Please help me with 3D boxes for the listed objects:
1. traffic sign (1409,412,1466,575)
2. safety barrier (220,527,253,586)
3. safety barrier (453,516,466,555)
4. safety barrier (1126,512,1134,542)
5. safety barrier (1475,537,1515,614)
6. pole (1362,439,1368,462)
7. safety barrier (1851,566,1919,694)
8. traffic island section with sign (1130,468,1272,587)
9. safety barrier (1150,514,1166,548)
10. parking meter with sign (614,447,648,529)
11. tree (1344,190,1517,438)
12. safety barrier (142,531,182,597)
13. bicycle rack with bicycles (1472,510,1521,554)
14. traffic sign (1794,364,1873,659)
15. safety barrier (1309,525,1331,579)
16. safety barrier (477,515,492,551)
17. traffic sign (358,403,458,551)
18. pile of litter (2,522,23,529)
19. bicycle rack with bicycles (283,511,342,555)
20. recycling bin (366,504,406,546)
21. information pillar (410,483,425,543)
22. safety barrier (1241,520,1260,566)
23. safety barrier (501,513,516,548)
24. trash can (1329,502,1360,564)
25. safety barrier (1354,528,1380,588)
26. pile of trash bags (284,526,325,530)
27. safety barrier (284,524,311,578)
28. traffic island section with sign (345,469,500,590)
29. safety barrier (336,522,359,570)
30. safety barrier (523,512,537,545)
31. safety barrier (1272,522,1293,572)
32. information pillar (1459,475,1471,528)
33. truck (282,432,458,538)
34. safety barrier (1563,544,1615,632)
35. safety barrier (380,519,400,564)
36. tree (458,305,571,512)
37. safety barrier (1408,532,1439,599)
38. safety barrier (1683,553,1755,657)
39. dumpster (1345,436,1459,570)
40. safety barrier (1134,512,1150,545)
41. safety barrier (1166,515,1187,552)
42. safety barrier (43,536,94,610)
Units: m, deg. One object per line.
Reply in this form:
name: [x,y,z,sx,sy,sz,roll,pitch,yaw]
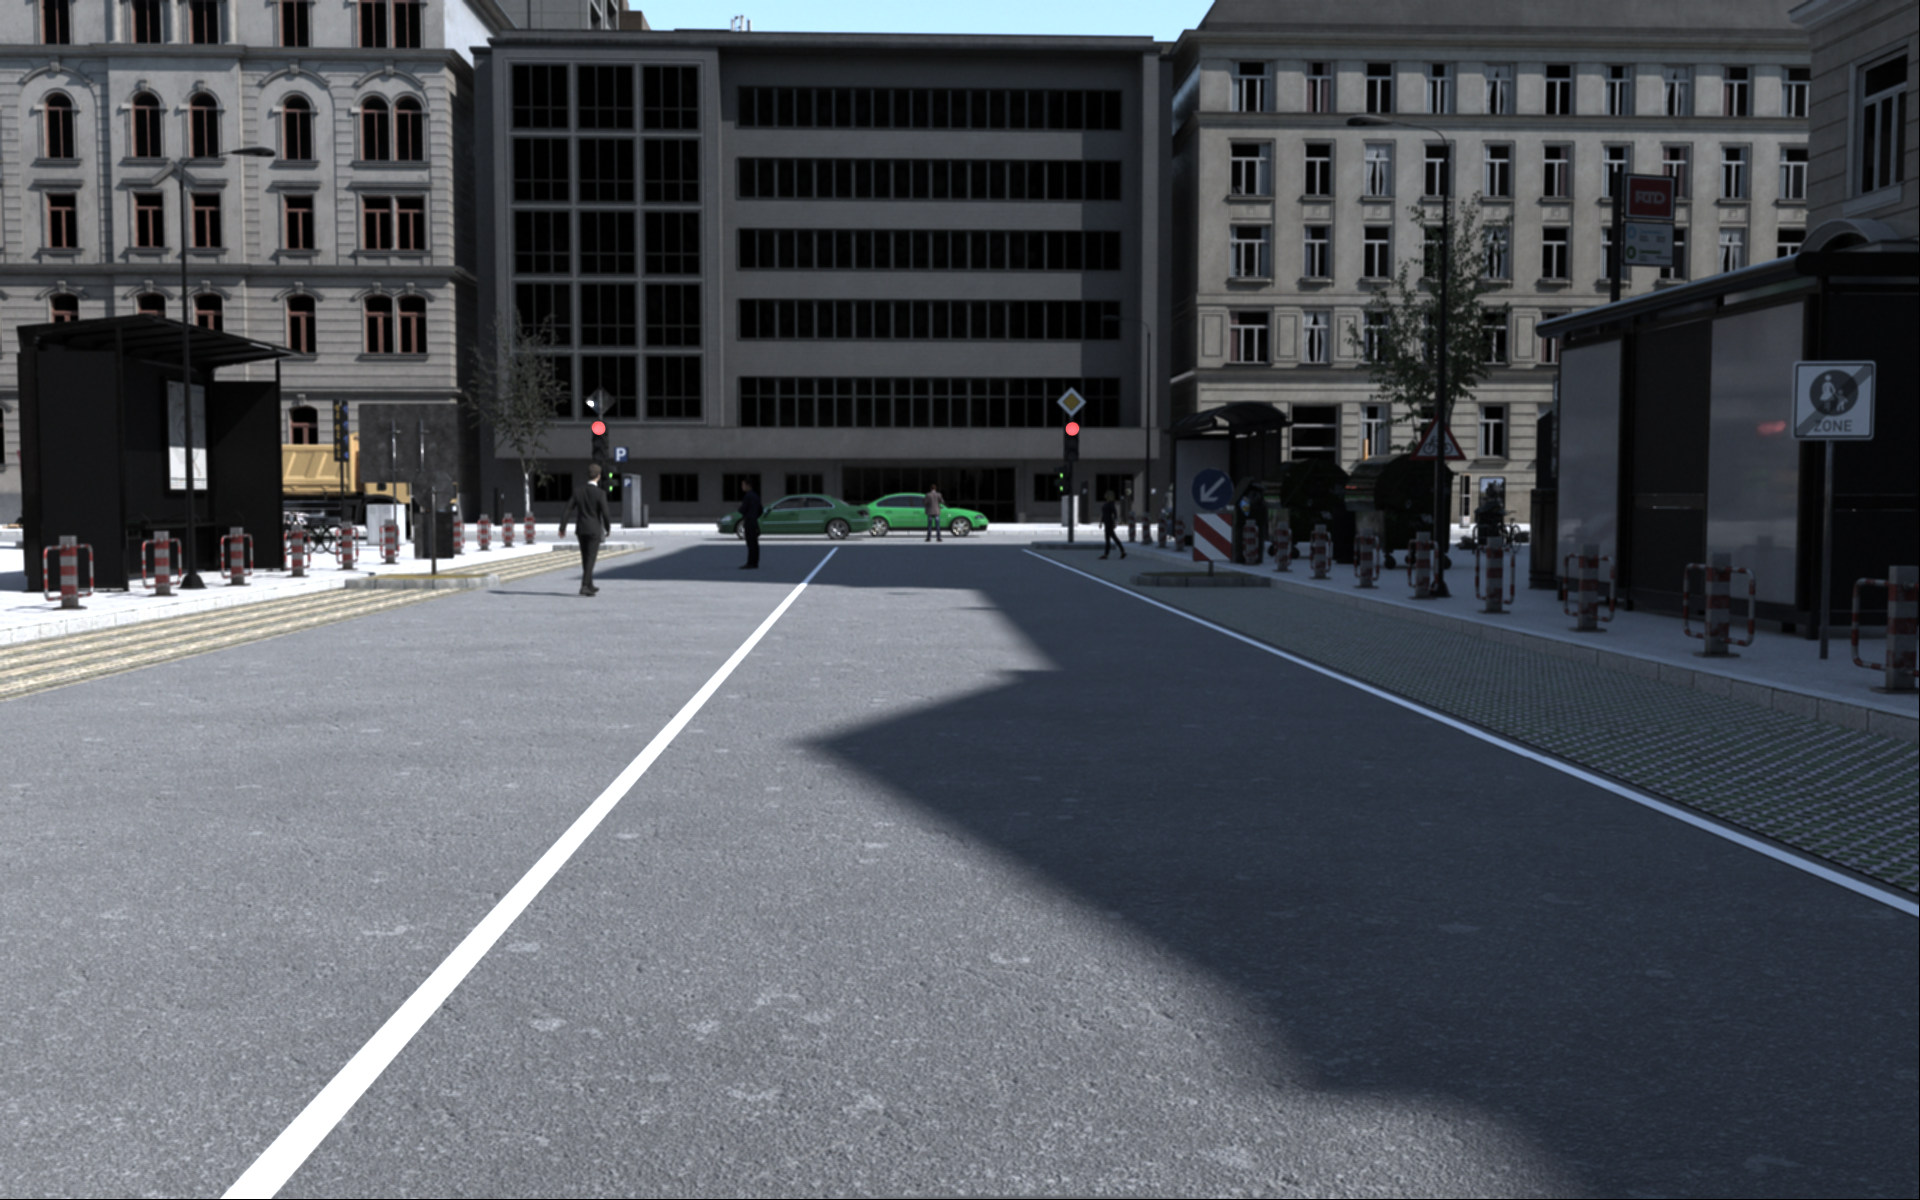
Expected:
traffic sign: [7.518,-1.670,27.311,0.884,2.594,0.081,0,4,4]
safety barrier: [-10.096,-0.606,24.188,0.300,0.817,1.120,0,4,-2]
safety barrier: [-10.636,-1.367,36.627,0.300,0.817,1.120,0,4,-2]
safety barrier: [4.577,-1.944,46.052,0.300,0.817,1.120,0,4,-2]
safety barrier: [5.756,-0.268,18.650,0.300,0.817,1.120,0,4,-2]
pole: [15.051,-4.316,64.417,0.158,3.312,0.155,0,3,0]
safety barrier: [6.075,0.190,11.168,0.300,0.817,1.120,0,4,-2]
traffic island section with sign: [3.737,-1.147,27.381,1.989,1.847,2.006,0,4,-2]
safety barrier: [4.797,-1.639,41.073,0.300,0.817,1.120,0,4,-2]
parking meter with sign: [-12.289,-4.203,64.988,0.543,3.016,1.738,1,4,17]
tree: [11.737,-5.644,42.649,4.737,8.622,4.395,0,3,0]
safety barrier: [-9.993,-0.454,21.695,0.300,0.817,1.120,0,4,-2]
bicycle rack with bicycles: [11.987,-1.439,36.913,2.852,0.926,2.925,3,5,44]
traffic sign: [6.719,-0.689,13.403,0.606,2.300,0.079,0,4,5]
safety barrier: [5.435,-0.724,26.120,0.300,0.817,1.120,0,4,-2]
safety barrier: [-10.745,-1.519,39.114,0.300,0.817,1.120,0,4,-2]
traffic sign: [-12.405,-2.757,38.947,2.265,3.308,0.079,0,4,4]
pile of litter: [-34.969,-3.103,64.693,1.719,0.858,1.176,2,4,30]
bicycle rack with bicycles: [-14.380,-1.449,37.067,2.925,0.926,2.852,0,4,8]
recycling bin: [-14.241,-1.861,42.985,0.722,1.027,0.722,0,4,6]
information pillar: [-14.181,-2.493,45.255,0.304,2.012,0.304,0,4,-4]
safety barrier: [5.221,-1.029,31.103,0.300,0.817,1.120,0,4,-2]
safety barrier: [-10.851,-1.671,41.600,0.300,0.817,1.120,0,4,-2]
trash can: [7.176,-1.240,31.931,0.748,1.137,0.748,0,3,0]
safety barrier: [5.545,-0.572,23.623,0.300,0.817,1.120,0,4,-2]
pile of trash bags: [-24.006,-3.246,62.826,1.912,1.369,3.447,2,4,26]
safety barrier: [-10.206,-0.758,26.674,0.300,0.817,1.120,0,4,-2]
traffic island section with sign: [-8.228,-1.110,26.780,1.989,1.847,2.006,0,4,-2]
safety barrier: [-10.315,-0.910,29.160,0.300,0.817,1.120,0,4,-2]
safety barrier: [-10.957,-1.824,44.100,0.300,0.817,1.120,0,4,-2]
safety barrier: [5.333,-0.877,28.606,0.300,0.817,1.120,0,4,-2]
information pillar: [19.001,-3.710,65.149,0.304,2.012,0.304,0,4,-7]
truck: [-20.275,-3.626,55.214,9.791,3.379,3.469,0,4,-4]
safety barrier: [5.864,-0.115,16.163,0.300,0.817,1.120,0,4,-2]
safety barrier: [-10.419,-1.063,31.648,0.300,0.817,1.120,0,4,-2]
tree: [-16.840,-7.109,66.594,4.360,8.622,3.978,0,3,0]
safety barrier: [5.650,-0.420,21.136,0.300,0.817,1.120,0,4,-2]
safety barrier: [5.973,0.038,13.654,0.300,0.817,1.120,0,4,-2]
dumpster: [7.683,-1.692,30.156,1.502,2.255,1.985,0,4,-2]
safety barrier: [4.684,-1.791,43.559,0.300,0.817,1.120,0,4,-2]
safety barrier: [4.899,-1.487,38.587,0.300,0.817,1.120,0,4,-2]
safety barrier: [-9.882,-0.302,19.209,0.300,0.817,1.120,0,4,-2]
